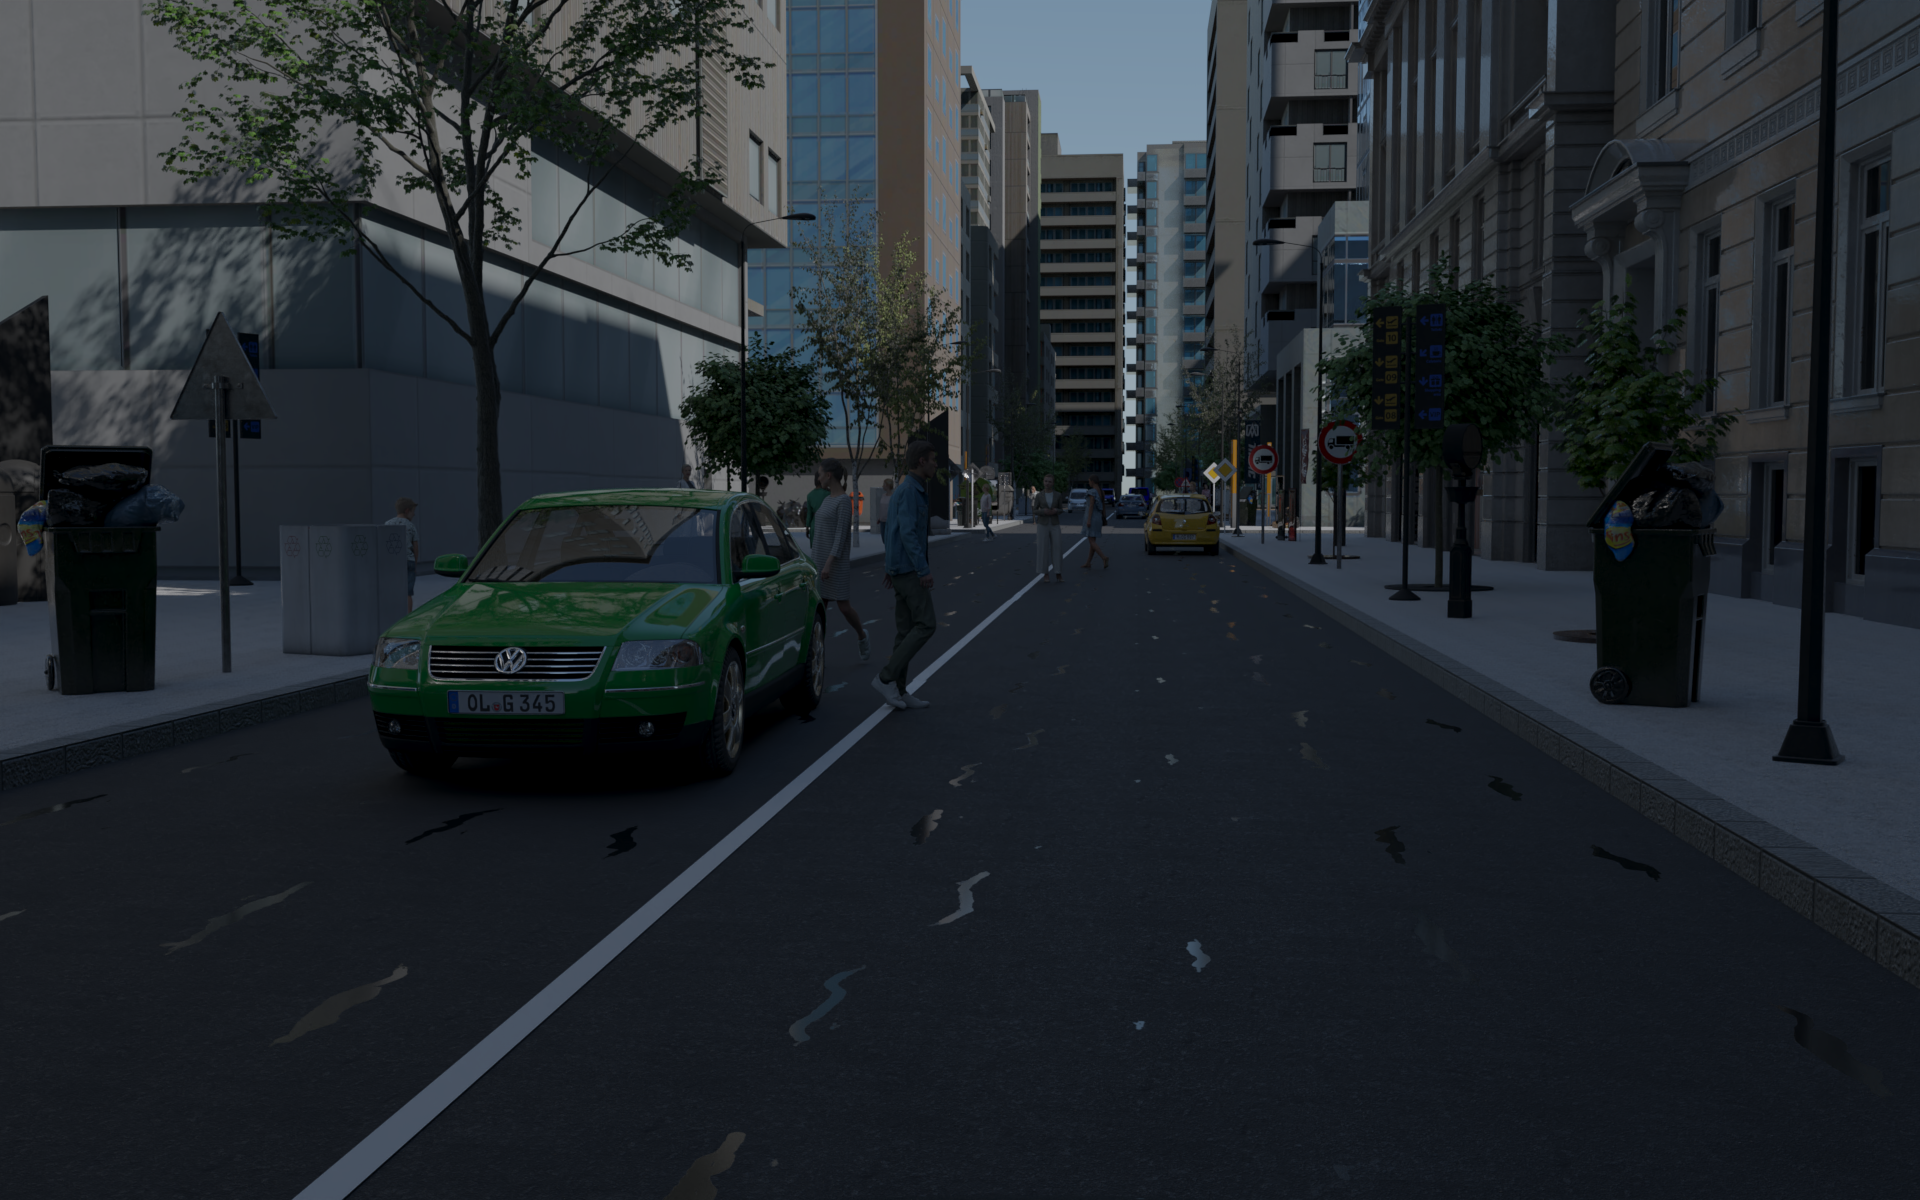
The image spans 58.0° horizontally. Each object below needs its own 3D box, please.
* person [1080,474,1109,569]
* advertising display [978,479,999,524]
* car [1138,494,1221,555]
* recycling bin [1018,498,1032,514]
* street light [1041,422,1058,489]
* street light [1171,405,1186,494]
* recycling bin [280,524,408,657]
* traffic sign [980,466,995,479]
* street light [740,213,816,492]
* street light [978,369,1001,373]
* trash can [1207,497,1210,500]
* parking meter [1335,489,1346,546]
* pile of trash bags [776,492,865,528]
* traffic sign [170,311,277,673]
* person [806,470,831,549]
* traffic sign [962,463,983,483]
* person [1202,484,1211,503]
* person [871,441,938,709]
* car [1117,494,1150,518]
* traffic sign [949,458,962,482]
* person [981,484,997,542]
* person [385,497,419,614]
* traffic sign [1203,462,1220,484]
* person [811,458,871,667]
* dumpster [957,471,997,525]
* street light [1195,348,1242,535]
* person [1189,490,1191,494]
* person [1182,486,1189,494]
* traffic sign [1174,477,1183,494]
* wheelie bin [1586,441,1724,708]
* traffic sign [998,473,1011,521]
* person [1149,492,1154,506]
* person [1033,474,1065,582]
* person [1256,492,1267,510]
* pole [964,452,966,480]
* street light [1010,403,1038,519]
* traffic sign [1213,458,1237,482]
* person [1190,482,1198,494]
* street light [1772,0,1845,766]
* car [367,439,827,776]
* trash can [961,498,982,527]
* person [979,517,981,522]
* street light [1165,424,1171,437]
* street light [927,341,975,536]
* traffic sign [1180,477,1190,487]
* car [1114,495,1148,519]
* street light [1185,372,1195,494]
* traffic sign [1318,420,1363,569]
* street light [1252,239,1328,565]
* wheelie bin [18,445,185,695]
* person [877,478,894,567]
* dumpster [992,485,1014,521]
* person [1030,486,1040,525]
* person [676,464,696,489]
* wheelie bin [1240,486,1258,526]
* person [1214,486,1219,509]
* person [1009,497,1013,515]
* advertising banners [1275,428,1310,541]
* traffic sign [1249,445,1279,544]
[{"bbox_3d":[2.627,-1.509,33.274,0.616,1.811,0.778,-3,5,-40],"label":"person"},{"bbox_3d":[1.186,-4.198,73.858,0.974,1.923,0.123,1,4,17],"label":"advertising display"},{"bbox_3d":[5.362,-1.950,42.114,2.015,1.641,3.980,0,4,5],"label":"car"},{"bbox_3d":[4.145,-5.942,109.700,0.722,1.027,0.722,1,4,21],"label":"recycling bin"},{"bbox_3d":[5.525,-8.531,112.015,1.470,5.913,1.316,0,4,6],"label":"street light"},{"bbox_3d":[11.962,-7.225,90.675,1.470,5.913,1.316,0,4,6],"label":"street light"},{"bbox_3d":[-5.002,-0.094,14.087,0.722,1.027,0.722,2,4,27],"label":"recycling bin"},{"bbox_3d":[1.190,-4.740,77.597,0.768,2.556,0.104,0,4,8],"label":"traffic sign"},{"bbox_3d":[-3.073,-3.441,28.802,1.470,5.913,1.316,0,4,6],"label":"street light"},{"bbox_3d":[0.819,-5.629,64.568,1.470,5.913,1.316,0,4,6],"label":"street light"},{"bbox_3d":[17.621,-6.783,122.559,0.748,1.137,0.748,0,3,0],"label":"trash can"},{"bbox_3d":[9.372,-2.262,42.699,0.255,1.863,0.399,1,4,20],"label":"parking meter"},{"bbox_3d":[-5.362,-3.456,66.265,3.447,1.369,1.912,-1,4,-14],"label":"pile of trash bags"},{"bbox_3d":[-5.273,-0.757,12.382,0.884,2.594,0.081,1,4,15],"label":"traffic sign"},{"bbox_3d":[-2.092,-1.058,26.054,0.600,1.795,0.529,1,4,20],"label":"person"},{"bbox_3d":[0.443,-3.791,64.169,0.795,2.593,0.064,0,4,6],"label":"traffic sign"},{"bbox_3d":[13.406,-5.410,94.499,0.555,1.821,0.388,-1,4,-17],"label":"person"},{"bbox_3d":[-0.369,-0.164,11.518,0.444,1.785,0.601,0,4,-2],"label":"person"},{"bbox_3d":[10.516,-5.842,105.297,2.009,1.686,4.222,0,4,6],"label":"car"},{"bbox_3d":[-0.363,-3.305,56.224,0.795,2.593,0.064,0,4,6],"label":"traffic sign"},{"bbox_3d":[0.859,-2.642,52.364,0.598,1.740,0.731,-2,4,-32],"label":"person"},{"bbox_3d":[-5.360,-0.358,16.580,0.332,1.250,0.352,1,4,11],"label":"person"},{"bbox_3d":[9.289,-3.735,63.255,0.795,2.593,0.064,0,4,6],"label":"traffic sign"},{"bbox_3d":[-1.040,-0.314,14.383,0.466,1.731,0.760,2,4,29],"label":"person"},{"bbox_3d":[0.692,-4.240,71.815,1.502,2.255,1.985,0,4,6],"label":"dumpster"},{"bbox_3d":[8.295,-5.042,54.978,1.470,5.913,1.316,0,4,6],"label":"street light"},{"bbox_3d":[15.731,-6.765,117.399,0.466,1.731,0.760,0,4,4],"label":"person"},{"bbox_3d":[15.868,-7.093,121.991,0.573,1.828,0.580,0,4,7],"label":"person"},{"bbox_3d":[16.606,-8.007,131.013,0.768,2.556,0.104,1,4,13],"label":"traffic sign"},{"bbox_3d":[4.288,-0.169,10.676,0.693,1.594,0.980,2,4,33],"label":"wheelie bin"},{"bbox_3d":[2.112,-4.897,82.188,0.606,2.300,0.079,1,4,13],"label":"traffic sign"},{"bbox_3d":[22.578,-11.956,204.916,0.756,1.711,0.436,1,4,9],"label":"person"},{"bbox_3d":[1.449,-1.170,28.172,0.519,1.759,0.362,0,4,-4],"label":"person"},{"bbox_3d":[25.032,-8.346,143.212,1.217,1.735,0.721,1,4,11],"label":"person"},{"bbox_3d":[0.301,-5.471,83.291,0.158,3.312,0.155,0,3,0],"label":"pole"},{"bbox_3d":[3.174,-7.101,88.642,1.470,5.913,1.316,0,4,6],"label":"street light"},{"bbox_3d":[8.484,-3.249,55.310,0.795,2.593,0.064,0,4,6],"label":"traffic sign"},{"bbox_3d":[6.612,-2.447,48.855,0.624,1.780,0.694,0,4,-3],"label":"person"},{"bbox_3d":[3.556,-2.183,8.235,1.470,5.913,1.316,0,4,6],"label":"street light"},{"bbox_3d":[-1.920,-0.090,10.264,1.959,1.807,4.718,0,4,4],"label":"car"},{"bbox_3d":[0.376,-3.384,66.976,0.748,1.137,0.748,0,3,0],"label":"trash can"},{"bbox_3d":[1.040,-4.261,79.989,0.475,1.303,0.640,2,4,31],"label":"person"},{"bbox_3d":[14.324,-8.657,114.083,1.470,5.913,1.316,0,4,6],"label":"street light"},{"bbox_3d":[-0.417,-4.902,52.687,1.470,5.913,1.316,0,4,6],"label":"street light"},{"bbox_3d":[16.352,-7.674,125.468,0.884,2.594,0.081,1,4,13],"label":"traffic sign"},{"bbox_3d":[9.922,-5.410,100.455,2.014,1.417,4.499,0,4,5],"label":"car"},{"bbox_3d":[9.476,-5.730,66.230,1.470,5.913,1.316,0,4,6],"label":"street light"},{"bbox_3d":[6.505,-1.807,29.644,0.768,2.556,0.104,0,4,8],"label":"traffic sign"},{"bbox_3d":[6.015,-3.612,31.598,1.470,5.913,1.316,0,4,6],"label":"street light"},{"bbox_3d":[-5.577,-0.208,11.314,0.980,1.594,0.693,-2,4,-33],"label":"wheelie bin"},{"bbox_3d":[-1.392,-1.541,34.371,0.731,1.740,0.598,3,5,41],"label":"person"},{"bbox_3d":[1.946,-4.812,84.438,1.264,1.857,1.865,0,4,6],"label":"dumpster"},{"bbox_3d":[3.567,-4.449,81.417,0.592,1.802,0.473,0,4,2],"label":"person"},{"bbox_3d":[-5.165,-1.623,32.459,0.818,1.842,0.514,0,4,3],"label":"person"},{"bbox_3d":[11.593,-3.790,69.878,0.693,1.594,0.980,-2,4,-29],"label":"wheelie bin"},{"bbox_3d":[16.551,-6.446,111.612,0.592,1.802,0.473,-3,5,-42],"label":"person"},{"bbox_3d":[3.055,-6.121,106.304,0.661,1.801,0.590,3,4,36],"label":"person"},{"bbox_3d":[9.039,-3.111,47.059,0.090,3.025,2.074,-1,4,-13],"label":"advertising banners"},{"bbox_3d":[7.812,-2.722,44.608,0.768,2.556,0.104,0,4,8],"label":"traffic sign"}]
